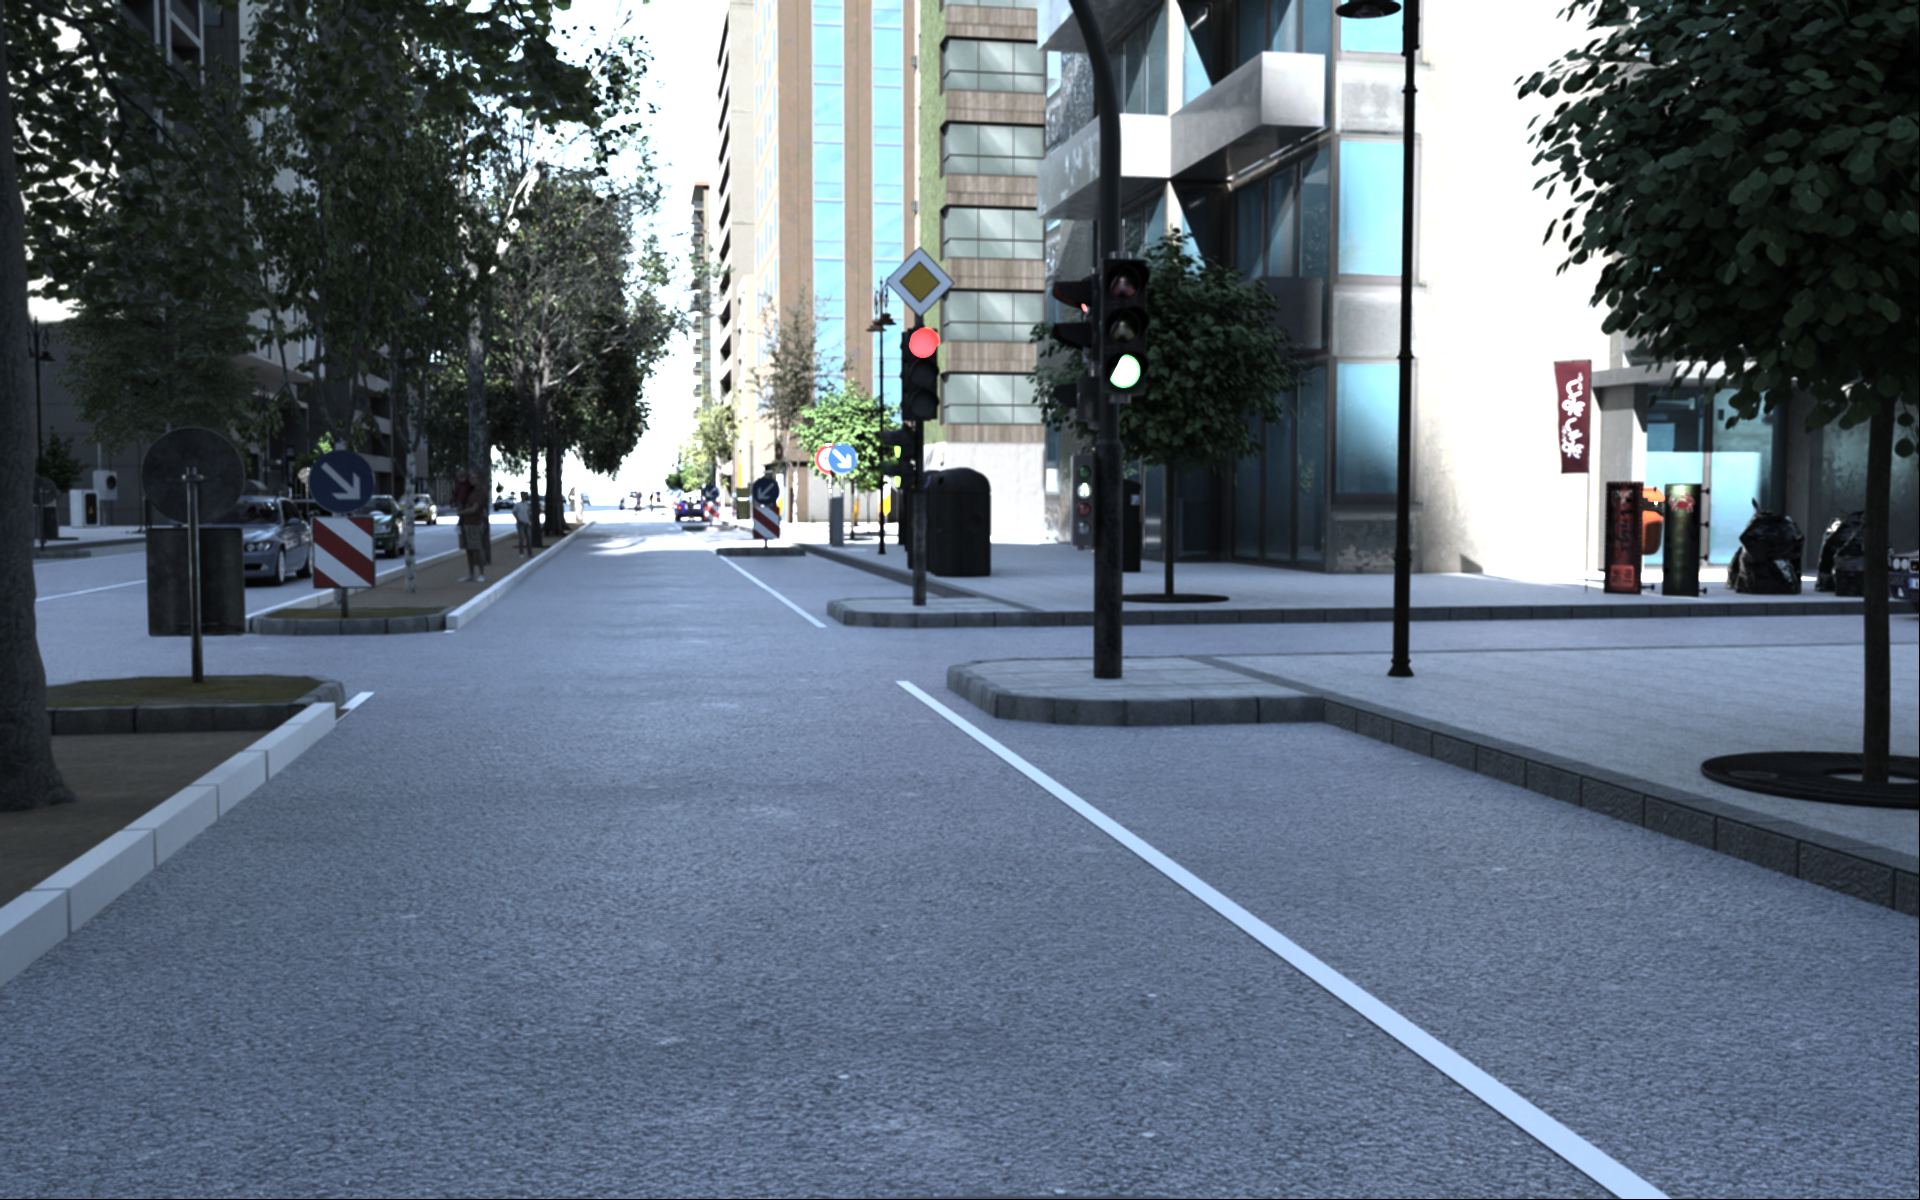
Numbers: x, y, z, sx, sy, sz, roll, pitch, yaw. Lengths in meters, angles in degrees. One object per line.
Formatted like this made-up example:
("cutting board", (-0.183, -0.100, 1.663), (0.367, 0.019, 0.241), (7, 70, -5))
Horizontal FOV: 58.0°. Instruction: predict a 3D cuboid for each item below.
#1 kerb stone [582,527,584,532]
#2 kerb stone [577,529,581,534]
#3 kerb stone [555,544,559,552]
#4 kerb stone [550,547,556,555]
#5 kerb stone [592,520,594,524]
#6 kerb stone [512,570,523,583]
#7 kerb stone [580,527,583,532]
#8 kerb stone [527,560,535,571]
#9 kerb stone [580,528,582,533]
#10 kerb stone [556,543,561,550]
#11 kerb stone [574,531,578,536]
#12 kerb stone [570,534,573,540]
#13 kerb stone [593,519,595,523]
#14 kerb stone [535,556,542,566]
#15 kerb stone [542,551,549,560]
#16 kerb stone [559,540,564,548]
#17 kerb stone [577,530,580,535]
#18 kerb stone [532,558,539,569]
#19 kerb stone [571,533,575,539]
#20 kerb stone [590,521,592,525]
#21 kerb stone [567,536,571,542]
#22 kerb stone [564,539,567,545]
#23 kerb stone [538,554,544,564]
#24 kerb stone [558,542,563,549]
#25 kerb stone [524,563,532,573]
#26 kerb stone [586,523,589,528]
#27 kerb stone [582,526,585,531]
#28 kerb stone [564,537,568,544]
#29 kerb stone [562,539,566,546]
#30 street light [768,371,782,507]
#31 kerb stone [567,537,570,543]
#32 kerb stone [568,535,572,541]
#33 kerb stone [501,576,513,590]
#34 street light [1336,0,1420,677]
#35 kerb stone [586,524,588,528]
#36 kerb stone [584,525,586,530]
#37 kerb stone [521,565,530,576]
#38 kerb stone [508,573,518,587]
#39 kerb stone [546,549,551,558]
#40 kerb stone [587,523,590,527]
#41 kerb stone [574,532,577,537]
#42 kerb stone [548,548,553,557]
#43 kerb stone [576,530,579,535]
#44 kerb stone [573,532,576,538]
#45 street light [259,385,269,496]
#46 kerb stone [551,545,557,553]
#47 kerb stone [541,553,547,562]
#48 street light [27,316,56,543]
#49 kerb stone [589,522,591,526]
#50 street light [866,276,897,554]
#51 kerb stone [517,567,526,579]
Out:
("kerb stone", (-13.856, -2.499, 63.046), (0.120, 0.150, 1.000), (-1, 4, -11))
("kerb stone", (-13.086, -2.252, 59.021), (0.120, 0.150, 1.000), (-1, 4, -11))
("kerb stone", (-9.836, -1.204, 41.881), (0.120, 0.150, 1.000), (-1, 4, -11))
("kerb stone", (-9.449, -1.081, 39.872), (0.120, 0.150, 1.000), (-1, 4, -11))
("kerb stone", (-16.726, -3.418, 78.170), (0.120, 0.150, 1.000), (-1, 4, -11))
("kerb stone", (-7.150, -0.342, 27.782), (0.120, 0.150, 1.000), (-1, 4, -11))
("kerb stone", (-13.664, -2.437, 62.033), (0.120, 0.150, 1.000), (-1, 4, -11))
("kerb stone", (-7.933, -0.587, 31.805), (0.120, 0.150, 1.000), (-1, 4, -11))
("kerb stone", (-13.473, -2.373, 61.028), (0.120, 0.150, 1.000), (-1, 4, -11))
("kerb stone", (-10.036, -1.265, 42.886), (0.120, 0.150, 1.000), (-1, 4, -11))
("kerb stone", (-12.522, -2.067, 55.997), (0.120, 0.150, 1.000), (-1, 4, -11))
("kerb stone", (-11.755, -1.818, 51.971), (0.120, 0.150, 1.000), (-1, 4, -11))
("kerb stone", (-17.299, -3.608, 81.187), (0.120, 0.150, 1.000), (-1, 4, -11))
("kerb stone", (-8.309, -0.711, 33.818), (0.120, 0.150, 1.000), (-1, 4, -11))
("kerb stone", (-8.875, -0.893, 36.844), (0.120, 0.150, 1.000), (-1, 4, -11))
("kerb stone", (-10.410, -1.389, 44.910), (0.120, 0.150, 1.000), (-1, 4, -11))
("kerb stone", (-12.898, -2.190, 58.010), (0.120, 0.150, 1.000), (-1, 4, -11))
("kerb stone", (-8.119, -0.649, 32.813), (0.120, 0.150, 1.000), (-1, 4, -11))
("kerb stone", (-11.947, -1.883, 52.979), (0.120, 0.150, 1.000), (-1, 4, -11))
("kerb stone", (-16.151, -3.238, 75.133), (0.120, 0.150, 1.000), (-1, 4, -11))
("kerb stone", (-11.372, -1.698, 49.954), (0.120, 0.150, 1.000), (-1, 4, -11))
("kerb stone", (-10.800, -1.510, 46.927), (0.120, 0.150, 1.000), (-1, 4, -11))
("kerb stone", (-8.500, -0.773, 34.829), (0.120, 0.150, 1.000), (-1, 4, -11))
("kerb stone", (-10.221, -1.323, 43.899), (0.120, 0.150, 1.000), (-1, 4, -11))
("kerb stone", (-7.741, -0.526, 30.801), (0.120, 0.150, 1.000), (-1, 4, -11))
("kerb stone", (-15.196, -2.925, 70.111), (0.120, 0.150, 1.000), (-1, 4, -11))
("kerb stone", (-14.047, -2.558, 64.061), (0.120, 0.150, 1.000), (-1, 4, -11))
("kerb stone", (-10.987, -1.574, 47.934), (0.120, 0.150, 1.000), (-1, 4, -11))
("kerb stone", (-10.595, -1.451, 45.925), (0.120, 0.150, 1.000), (-1, 4, -11))
("street light", (-6.909, -5.635, 64.925), (0.468, 5.910, 1.993), (-1, 4, -11))
("kerb stone", (-11.180, -1.636, 48.938), (0.120, 0.150, 1.000), (-1, 4, -11))
("kerb stone", (-11.561, -1.760, 50.967), (0.120, 0.150, 1.000), (-1, 4, -11))
("kerb stone", (-6.777, -0.218, 25.759), (0.120, 0.150, 1.000), (-1, 4, -11))
("street light", (3.111, -2.401, 12.049), (0.468, 5.910, 1.993), (-1, 4, -11))
("kerb stone", (-15.011, -2.860, 69.095), (0.120, 0.150, 1.000), (-1, 4, -11))
("kerb stone", (-14.430, -2.684, 66.074), (0.120, 0.150, 1.000), (-1, 4, -11))
("kerb stone", (-7.542, -0.459, 29.799), (0.120, 0.150, 1.000), (-1, 4, -11))
("kerb stone", (-6.968, -0.280, 26.770), (0.120, 0.150, 1.000), (-1, 4, -11))
("kerb stone", (-9.073, -0.958, 37.852), (0.120, 0.150, 1.000), (-1, 4, -11))
("kerb stone", (-15.381, -2.992, 71.116), (0.120, 0.150, 1.000), (-1, 4, -11))
("kerb stone", (-12.329, -2.003, 54.989), (0.120, 0.150, 1.000), (-1, 4, -11))
("kerb stone", (-9.264, -1.017, 38.856), (0.120, 0.150, 1.000), (-1, 4, -11))
("kerb stone", (-12.709, -2.129, 57.004), (0.120, 0.150, 1.000), (-1, 4, -11))
("kerb stone", (-12.137, -1.944, 53.985), (0.120, 0.150, 1.000), (-1, 4, -11))
("street light", (-29.364, -6.143, 73.228), (0.468, 5.910, 1.993), (-1, 4, -11))
("kerb stone", (-9.648, -1.142, 40.876), (0.120, 0.150, 1.000), (-1, 4, -11))
("kerb stone", (-8.691, -0.832, 35.839), (0.120, 0.150, 1.000), (-1, 4, -11))
("street light", (-23.998, -4.426, 45.152), (0.468, 5.910, 1.993), (-1, 4, -11))
("kerb stone", (-15.766, -3.115, 73.124), (0.120, 0.150, 1.000), (-1, 4, -11))
("street light", (-1.667, -3.917, 36.825), (0.468, 5.910, 1.993), (-1, 4, -11))
("kerb stone", (-7.351, -0.403, 28.785), (0.120, 0.150, 1.000), (-1, 4, -11))
